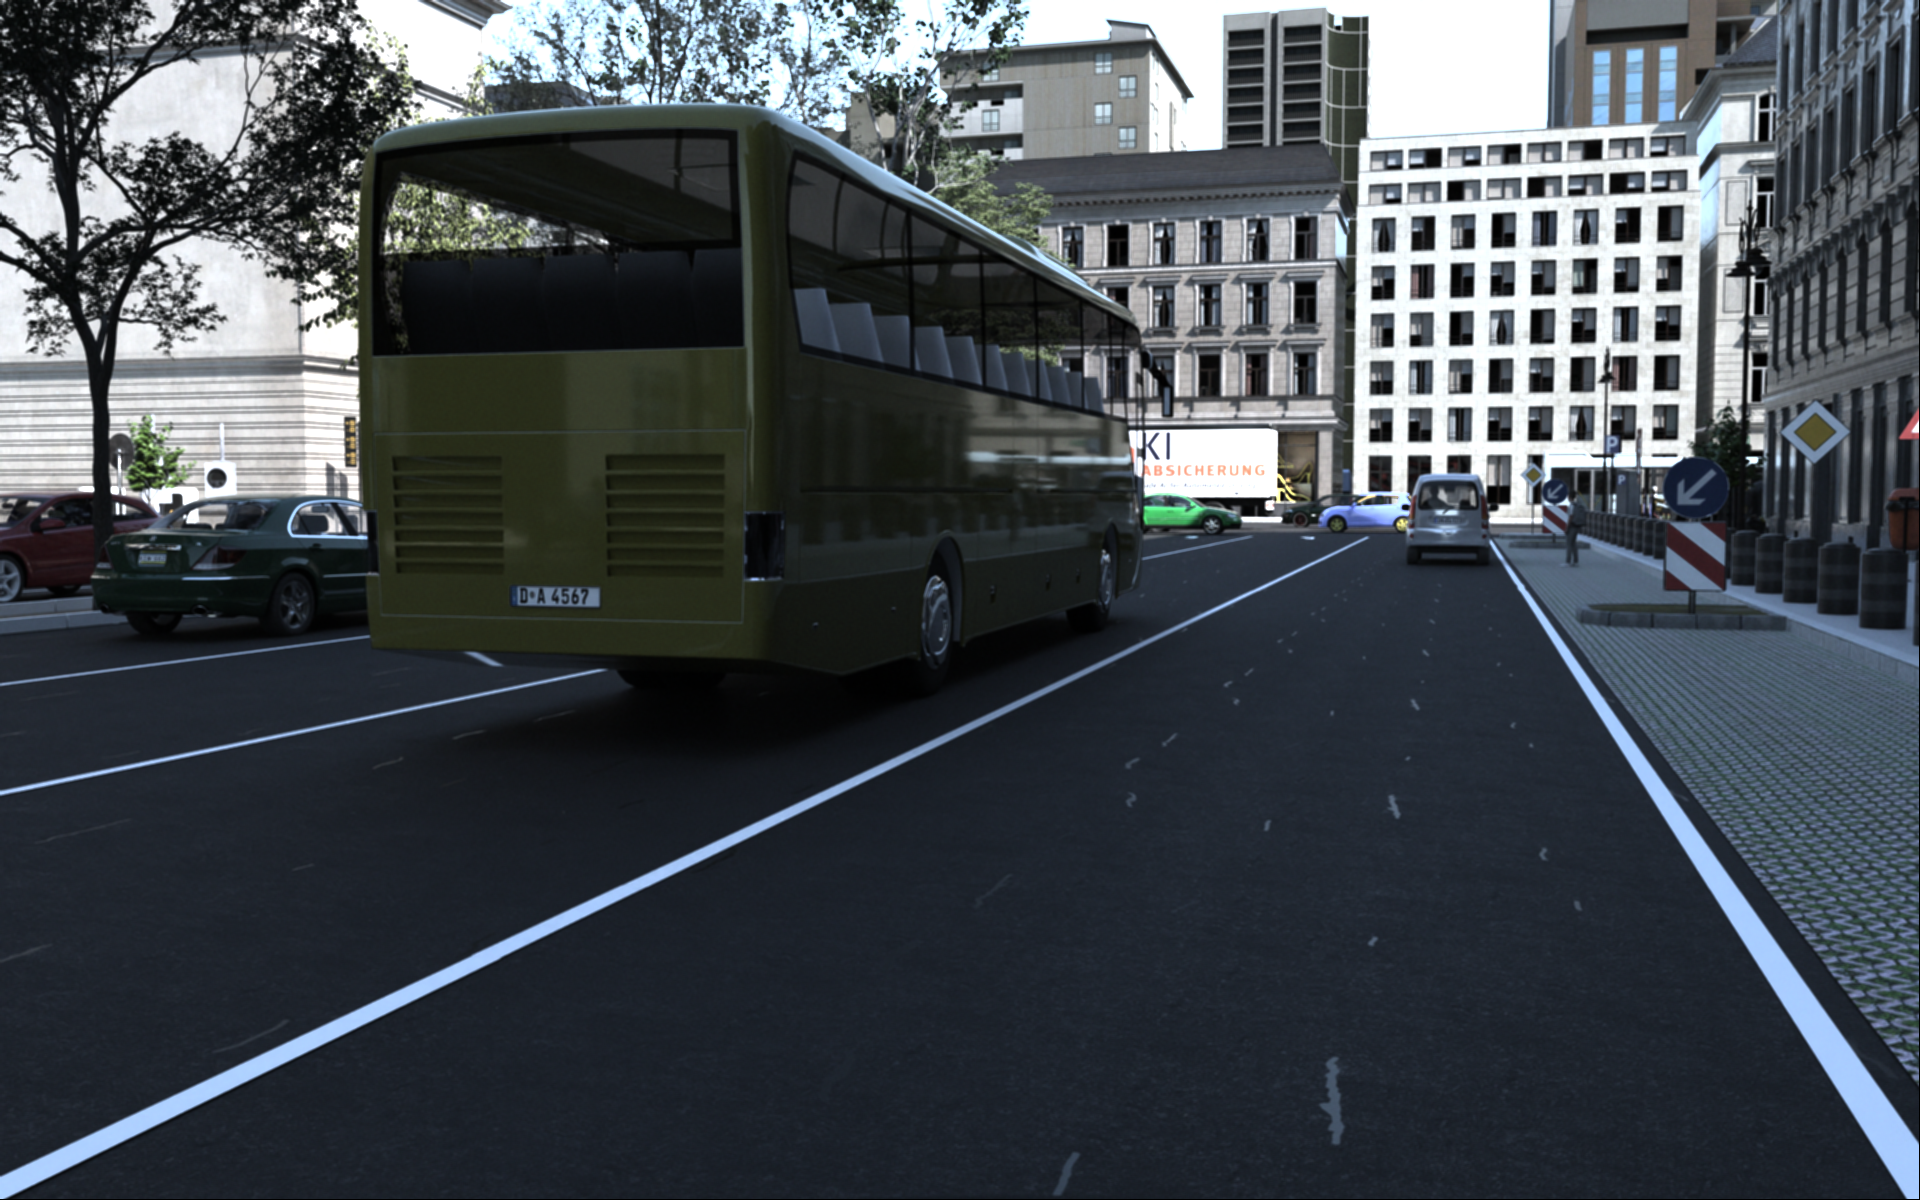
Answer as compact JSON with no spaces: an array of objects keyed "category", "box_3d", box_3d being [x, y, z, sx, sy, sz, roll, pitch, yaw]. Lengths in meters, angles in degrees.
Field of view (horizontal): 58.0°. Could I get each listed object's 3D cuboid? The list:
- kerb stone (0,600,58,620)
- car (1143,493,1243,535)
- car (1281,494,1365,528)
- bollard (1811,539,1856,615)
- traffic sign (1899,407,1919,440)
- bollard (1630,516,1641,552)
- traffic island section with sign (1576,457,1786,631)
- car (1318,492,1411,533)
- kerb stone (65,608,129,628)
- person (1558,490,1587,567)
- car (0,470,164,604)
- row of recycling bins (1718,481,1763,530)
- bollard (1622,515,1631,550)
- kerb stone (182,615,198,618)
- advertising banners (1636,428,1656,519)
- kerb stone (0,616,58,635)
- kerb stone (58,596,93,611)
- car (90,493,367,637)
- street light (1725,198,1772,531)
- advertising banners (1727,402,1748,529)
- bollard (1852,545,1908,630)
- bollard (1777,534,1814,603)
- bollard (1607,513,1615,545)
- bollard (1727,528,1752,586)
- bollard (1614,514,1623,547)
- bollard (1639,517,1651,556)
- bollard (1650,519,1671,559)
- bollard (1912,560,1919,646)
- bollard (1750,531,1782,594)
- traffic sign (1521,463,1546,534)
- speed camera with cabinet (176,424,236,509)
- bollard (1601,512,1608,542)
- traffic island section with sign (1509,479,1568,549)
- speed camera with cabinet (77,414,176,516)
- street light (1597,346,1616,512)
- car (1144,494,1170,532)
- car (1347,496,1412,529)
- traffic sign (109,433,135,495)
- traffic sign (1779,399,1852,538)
[{"category":"kerb stone","box_3d":[-11.152,0.110,20.499,0.120,0.150,1.000,1,4,16]},{"category":"car","box_3d":[7.735,-3.255,62.020,4.718,1.807,1.959,1,4,15]},{"category":"car","box_3d":[15.992,-3.968,74.668,4.222,1.686,2.009,1,4,18]},{"category":"bollard","box_3d":[9.402,-0.233,18.528,0.404,0.777,0.398,0,3,0]},{"category":"traffic sign","box_3d":[9.558,-1.024,16.750,0.884,2.594,0.081,2,4,24]},{"category":"bollard","box_3d":[15.047,-1.432,38.133,0.404,0.777,0.398,0,3,0]},{"category":"traffic island section with sign","box_3d":[7.919,-0.645,19.175,1.989,1.847,2.006,1,4,16]},{"category":"car","box_3d":[15.265,-3.368,64.652,3.694,1.707,1.945,1,4,17]},{"category":"kerb stone","box_3d":[-9.414,0.199,18.947,0.120,0.150,1.000,1,4,16]},{"category":"person","box_3d":[12.006,-1.400,33.983,0.523,1.515,0.503,1,4,10]},{"category":"car","box_3d":[-12.579,-0.875,23.346,2.155,1.783,4.494,1,4,16]},{"category":"row of recycling bins","box_3d":[25.235,-2.839,53.535,3.534,1.692,1.069,0,3,0]},{"category":"bollard","box_3d":[15.611,-1.552,40.088,0.404,0.777,0.398,0,3,0]},{"category":"kerb stone","box_3d":[-9.130,0.139,19.934,0.120,0.150,1.000,1,4,16]},{"category":"advertising banners","box_3d":[18.008,-3.018,45.529,0.090,3.025,2.074,1,4,9]},{"category":"kerb stone","box_3d":[-9.702,0.259,17.959,0.120,0.150,1.000,1,4,16]},{"category":"kerb stone","box_3d":[-10.870,0.043,21.486,0.120,0.150,1.000,1,4,16]},{"category":"car","box_3d":[-7.221,-0.440,18.985,2.131,1.459,4.920,1,4,15]},{"category":"street light","box_3d":[12.406,-3.338,27.370,0.468,5.910,1.993,1,4,16]},{"category":"advertising banners","box_3d":[14.414,-2.196,32.088,0.090,3.025,2.074,2,4,31]},{"category":"bollard","box_3d":[8.838,-0.113,16.572,0.404,0.777,0.398,0,3,0]},{"category":"bollard","box_3d":[9.961,-0.353,20.484,0.404,0.777,0.398,0,3,0]},{"category":"bollard","box_3d":[16.740,-1.792,44.013,0.404,0.777,0.398,0,3,0]},{"category":"bollard","box_3d":[11.090,-0.593,24.407,0.404,0.777,0.398,0,3,0]},{"category":"bollard","box_3d":[16.172,-1.671,42.046,0.404,0.777,0.398,0,3,0]},{"category":"bollard","box_3d":[14.481,-1.312,36.176,0.404,0.777,0.398,0,3,0]},{"category":"bollard","box_3d":[13.920,-1.193,34.219,0.404,0.777,0.398,0,3,0]},{"category":"bollard","box_3d":[8.279,0.006,14.615,0.404,0.777,0.398,0,3,0]},{"category":"bollard","box_3d":[10.530,-0.473,22.443,0.404,0.777,0.398,0,3,0]},{"category":"traffic sign","box_3d":[18.320,-3.164,55.374,0.795,2.450,0.064,1,4,16]},{"category":"speed camera with cabinet","box_3d":[-21.381,-3.308,48.428,2.038,3.252,0.660,0,4,-4]},{"category":"bollard","box_3d":[17.305,-1.911,45.968,0.404,0.777,0.398,0,3,0]},{"category":"traffic island section with sign","box_3d":[15.641,-2.286,45.999,1.989,1.847,2.006,1,4,16]},{"category":"speed camera with cabinet","box_3d":[-20.494,-2.945,42.493,2.038,3.252,0.660,-2,4,-33]},{"category":"street light","box_3d":[20.187,-4.979,54.187,0.468,5.910,1.993,1,4,16]},{"category":"car","box_3d":[6.346,-3.340,66.413,4.920,1.459,2.131,1,4,17]},{"category":"car","box_3d":[16.387,-3.582,68.783,3.980,1.641,2.015,1,4,16]},{"category":"traffic sign","box_3d":[-17.647,-2.220,36.395,0.768,2.556,0.104,1,4,21]},{"category":"traffic sign","box_3d":[10.444,-1.225,21.210,0.795,2.450,0.064,1,4,22]}]
